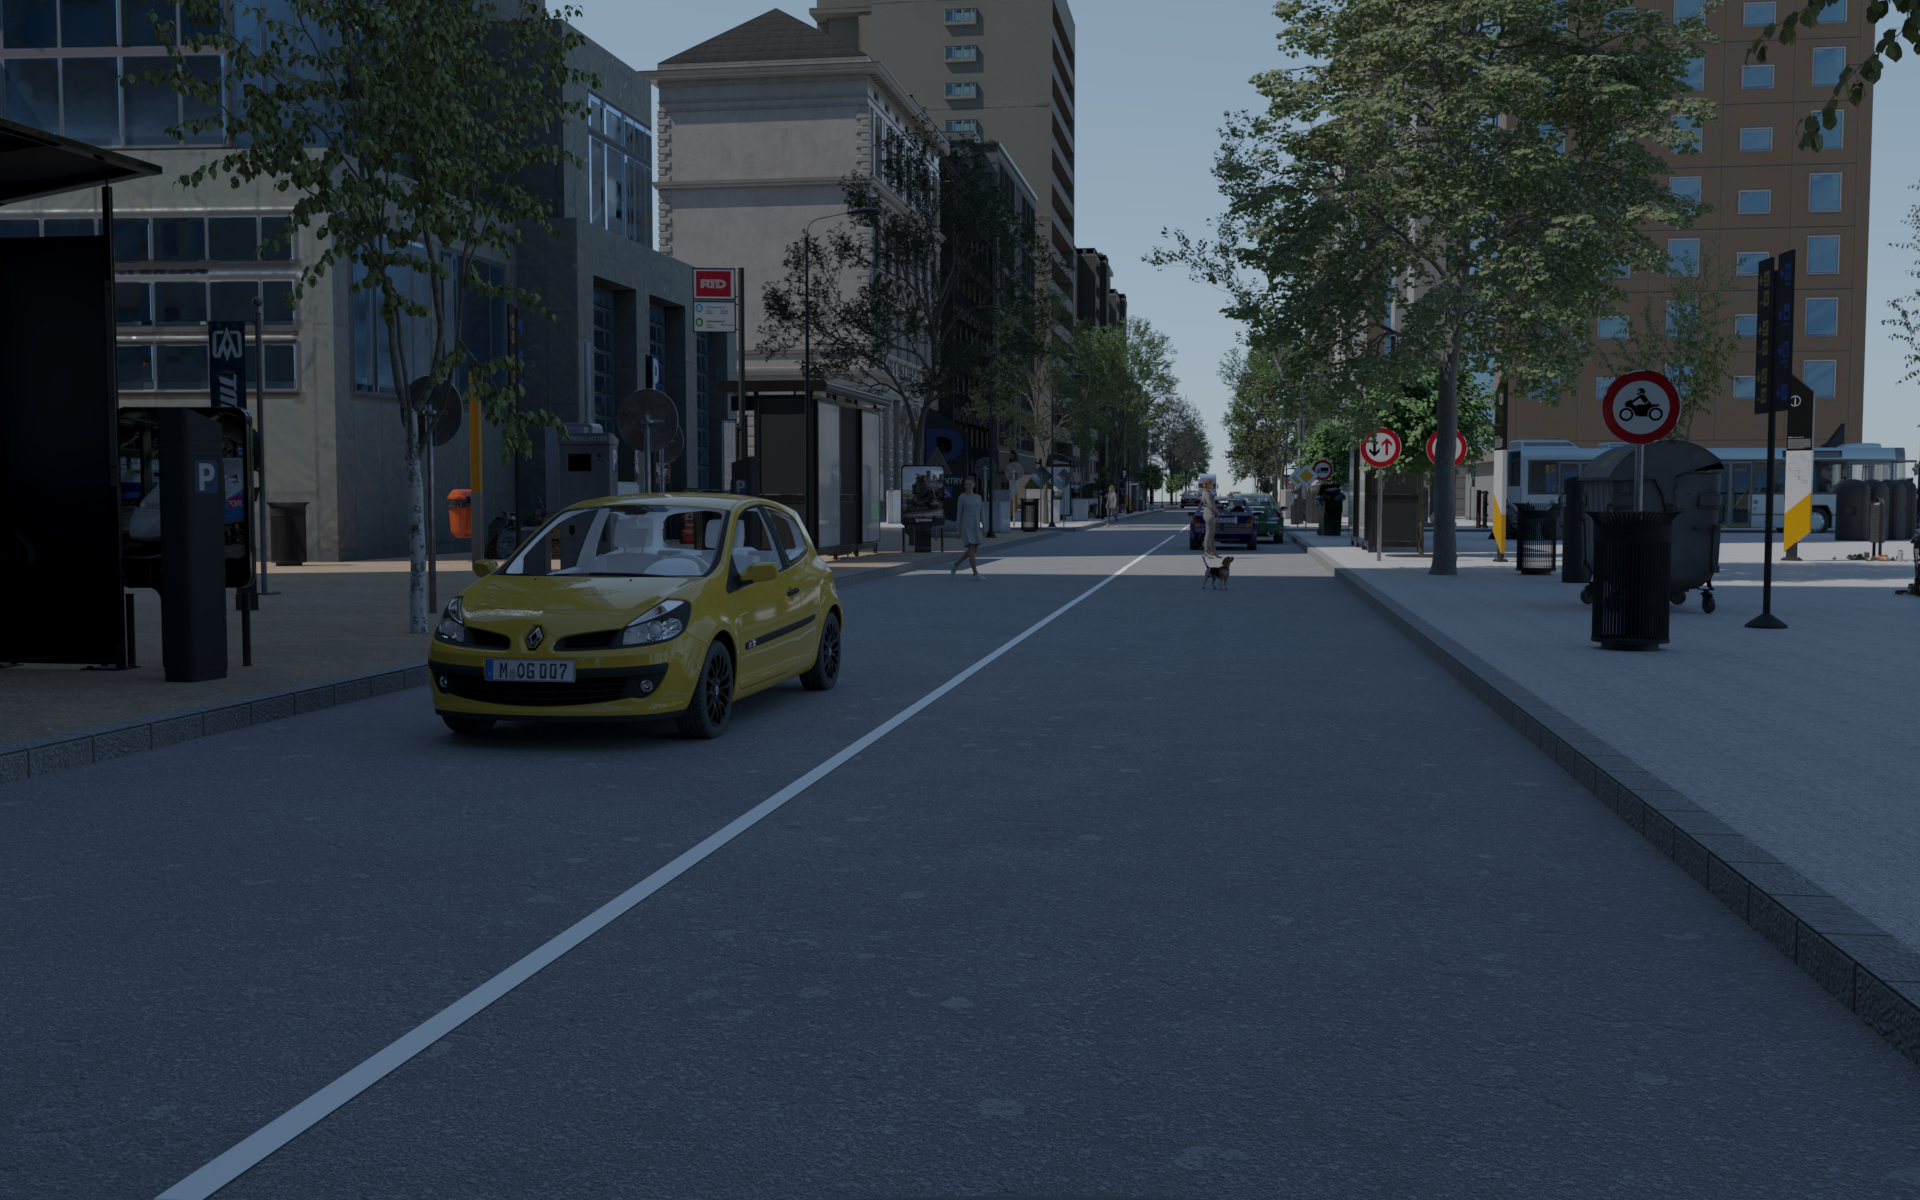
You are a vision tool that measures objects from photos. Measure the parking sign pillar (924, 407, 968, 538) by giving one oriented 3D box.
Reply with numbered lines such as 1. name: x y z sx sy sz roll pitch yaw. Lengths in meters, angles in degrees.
1. parking sign pillar: -0.418 -3.844 51.323 1.447 3.967 1.447 0 4 3

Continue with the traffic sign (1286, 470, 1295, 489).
1. traffic sign: 18.204 -5.767 94.295 0.884 2.594 0.081 1 4 11

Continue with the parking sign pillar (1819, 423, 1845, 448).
1. parking sign pillar: 33.076 -4.734 65.869 1.447 3.967 1.447 -3 4 -37

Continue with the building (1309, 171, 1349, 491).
1. building: 62.780 -38.550 253.998 21.300 48.544 21.600 1 4 9

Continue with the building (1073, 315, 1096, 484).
1. building: -0.654 -20.602 181.877 27.650 21.520 28.899 1 4 9

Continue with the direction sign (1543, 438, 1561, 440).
1. direction sign: 24.158 -4.819 70.784 0.379 3.537 0.876 -2 4 -29

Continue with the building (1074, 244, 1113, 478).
1. building: 9.848 -26.312 201.905 14.160 30.474 14.107 1 4 9

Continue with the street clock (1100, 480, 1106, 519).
1. street clock: 7.238 -5.087 87.736 0.358 2.002 0.471 0 4 2

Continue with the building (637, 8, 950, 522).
1. building: -7.342 -15.760 86.554 11.050 23.489 19.941 1 4 9

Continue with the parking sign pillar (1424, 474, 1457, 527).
1. parking sign pillar: 18.606 -4.825 67.365 1.447 3.967 1.447 0 4 6

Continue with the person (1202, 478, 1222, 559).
1. person: 5.633 -1.816 38.469 0.573 1.790 0.520 -1 4 -13

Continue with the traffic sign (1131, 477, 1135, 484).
1. traffic sign: 13.040 -8.061 131.802 0.884 2.594 0.081 1 4 14

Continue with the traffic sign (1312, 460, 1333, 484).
1. traffic sign: 13.498 -3.939 64.507 0.768 2.556 0.104 1 4 13

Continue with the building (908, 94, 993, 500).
1. building: -5.201 -16.832 104.889 12.332 23.373 15.834 1 4 9

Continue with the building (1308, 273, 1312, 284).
1. building: 64.384 -36.901 286.930 14.154 41.232 14.086 1 4 9

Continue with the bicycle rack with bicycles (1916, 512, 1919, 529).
1. bicycle rack with bicycles: 35.968 -3.030 62.925 2.925 0.926 2.852 0 4 -7

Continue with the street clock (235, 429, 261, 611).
1. street clock: -7.881 -0.888 19.087 0.358 2.002 0.471 -3 5 -41

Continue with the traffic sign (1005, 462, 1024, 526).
1. traffic sign: 2.141 -4.187 68.559 0.768 2.556 0.104 1 4 18

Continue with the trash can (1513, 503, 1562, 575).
1. trash can: 9.181 -0.974 27.580 0.748 1.137 0.748 0 3 0

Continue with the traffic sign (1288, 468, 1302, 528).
1. traffic sign: 12.811 -3.795 65.697 0.795 2.450 0.064 1 4 9

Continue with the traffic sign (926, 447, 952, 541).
1. traffic sign: -0.656 -2.913 47.639 0.884 2.594 0.081 1 4 16

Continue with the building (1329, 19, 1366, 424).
1. building: 55.283 -36.705 189.359 28.713 52.752 27.495 1 4 9

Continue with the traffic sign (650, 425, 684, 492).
1. traffic sign: -4.950 -1.755 28.800 0.768 2.556 0.104 1 4 19

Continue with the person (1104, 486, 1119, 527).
1. person: 6.668 -4.079 75.373 0.728 1.800 0.709 -2 4 -35

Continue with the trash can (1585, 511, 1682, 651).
1. trash can: 5.554 -0.164 14.328 0.748 1.137 0.748 0 3 0

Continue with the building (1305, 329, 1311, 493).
1. building: 61.336 -30.665 273.078 14.160 30.474 14.107 1 4 9

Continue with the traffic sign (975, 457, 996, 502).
1. traffic sign: 0.874 -3.670 60.117 0.768 2.556 0.104 1 4 18

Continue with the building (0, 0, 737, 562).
1. building: -23.923 -44.627 42.331 31.000 86.520 22.319 1 4 9

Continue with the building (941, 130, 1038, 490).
1. building: -2.787 -20.245 124.508 14.314 27.812 24.014 1 4 9

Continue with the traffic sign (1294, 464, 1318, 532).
1. traffic sign: 11.552 -3.313 57.811 0.795 2.450 0.064 1 4 9

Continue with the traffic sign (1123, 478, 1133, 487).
1. traffic sign: 12.655 -7.994 130.808 0.768 2.556 0.104 1 4 17

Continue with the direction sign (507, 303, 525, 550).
1. direction sign: -5.383 -1.777 21.053 0.379 3.537 0.876 0 4 -4

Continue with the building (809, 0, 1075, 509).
1. building: -1.399 -32.459 154.409 21.300 48.544 21.600 1 4 9

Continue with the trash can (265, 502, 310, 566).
1. trash can: -12.005 -1.181 30.956 0.748 1.137 0.748 0 3 0

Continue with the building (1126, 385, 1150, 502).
1. building: 16.795 -27.040 287.149 27.650 21.520 28.899 1 4 9

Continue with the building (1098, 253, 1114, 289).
1. building: 9.883 -34.802 260.896 32.217 40.220 23.993 1 4 9

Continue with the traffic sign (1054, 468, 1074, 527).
1. traffic sign: 4.031 -3.882 67.114 0.795 2.450 0.064 1 4 9

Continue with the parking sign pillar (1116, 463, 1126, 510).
1. parking sign pillar: 12.941 -9.160 138.245 1.447 3.967 1.447 0 4 -3

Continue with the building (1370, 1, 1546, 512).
1. building: 43.061 -30.880 155.005 14.600 45.320 14.200 1 4 9

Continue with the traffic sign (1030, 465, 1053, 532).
1. traffic sign: 2.772 -3.400 59.229 0.795 2.450 0.064 1 4 9

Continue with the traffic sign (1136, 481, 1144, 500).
1. traffic sign: 14.245 -8.263 137.228 0.606 2.300 0.079 1 4 17

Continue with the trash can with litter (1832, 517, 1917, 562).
1. trash can with litter: 17.906 -1.388 33.744 1.678 1.210 2.233 1 4 16

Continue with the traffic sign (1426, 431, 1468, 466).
1. traffic sign: 9.412 -2.045 33.540 0.768 2.556 0.104 1 4 14

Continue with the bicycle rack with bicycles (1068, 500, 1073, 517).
1. bicycle rack with bicycles: 5.709 -5.156 97.680 2.852 0.926 2.925 1 4 22

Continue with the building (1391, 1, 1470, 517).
1. building: 38.165 -34.668 108.827 21.231 58.520 28.212 1 4 9

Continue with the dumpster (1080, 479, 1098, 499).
1. dumpster: 8.427 -6.611 110.575 1.502 2.255 1.985 1 4 9

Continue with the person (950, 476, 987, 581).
1. person: 0.124 -1.199 28.861 0.760 1.731 0.466 2 4 30

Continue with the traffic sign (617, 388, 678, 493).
1. traffic sign: -3.775 -1.273 20.920 0.768 2.556 0.104 1 4 9

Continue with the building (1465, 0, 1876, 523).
1. building: 30.751 -26.118 77.139 14.200 45.320 14.600 1 4 9

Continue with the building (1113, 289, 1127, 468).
1. building: 15.740 -28.704 241.007 14.160 30.474 14.107 1 4 9

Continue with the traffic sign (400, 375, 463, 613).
1. traffic sign: -5.676 -1.129 18.569 0.768 2.556 0.104 1 4 16

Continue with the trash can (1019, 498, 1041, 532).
1. trash can: 2.365 -2.874 58.649 0.748 1.137 0.748 0 3 0

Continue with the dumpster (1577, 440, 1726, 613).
1. dumpster: 7.714 -0.833 19.371 1.264 1.857 1.865 1 4 9

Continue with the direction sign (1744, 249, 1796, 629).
1. direction sign: 7.748 -1.501 16.538 0.379 3.537 0.876 0 4 6
